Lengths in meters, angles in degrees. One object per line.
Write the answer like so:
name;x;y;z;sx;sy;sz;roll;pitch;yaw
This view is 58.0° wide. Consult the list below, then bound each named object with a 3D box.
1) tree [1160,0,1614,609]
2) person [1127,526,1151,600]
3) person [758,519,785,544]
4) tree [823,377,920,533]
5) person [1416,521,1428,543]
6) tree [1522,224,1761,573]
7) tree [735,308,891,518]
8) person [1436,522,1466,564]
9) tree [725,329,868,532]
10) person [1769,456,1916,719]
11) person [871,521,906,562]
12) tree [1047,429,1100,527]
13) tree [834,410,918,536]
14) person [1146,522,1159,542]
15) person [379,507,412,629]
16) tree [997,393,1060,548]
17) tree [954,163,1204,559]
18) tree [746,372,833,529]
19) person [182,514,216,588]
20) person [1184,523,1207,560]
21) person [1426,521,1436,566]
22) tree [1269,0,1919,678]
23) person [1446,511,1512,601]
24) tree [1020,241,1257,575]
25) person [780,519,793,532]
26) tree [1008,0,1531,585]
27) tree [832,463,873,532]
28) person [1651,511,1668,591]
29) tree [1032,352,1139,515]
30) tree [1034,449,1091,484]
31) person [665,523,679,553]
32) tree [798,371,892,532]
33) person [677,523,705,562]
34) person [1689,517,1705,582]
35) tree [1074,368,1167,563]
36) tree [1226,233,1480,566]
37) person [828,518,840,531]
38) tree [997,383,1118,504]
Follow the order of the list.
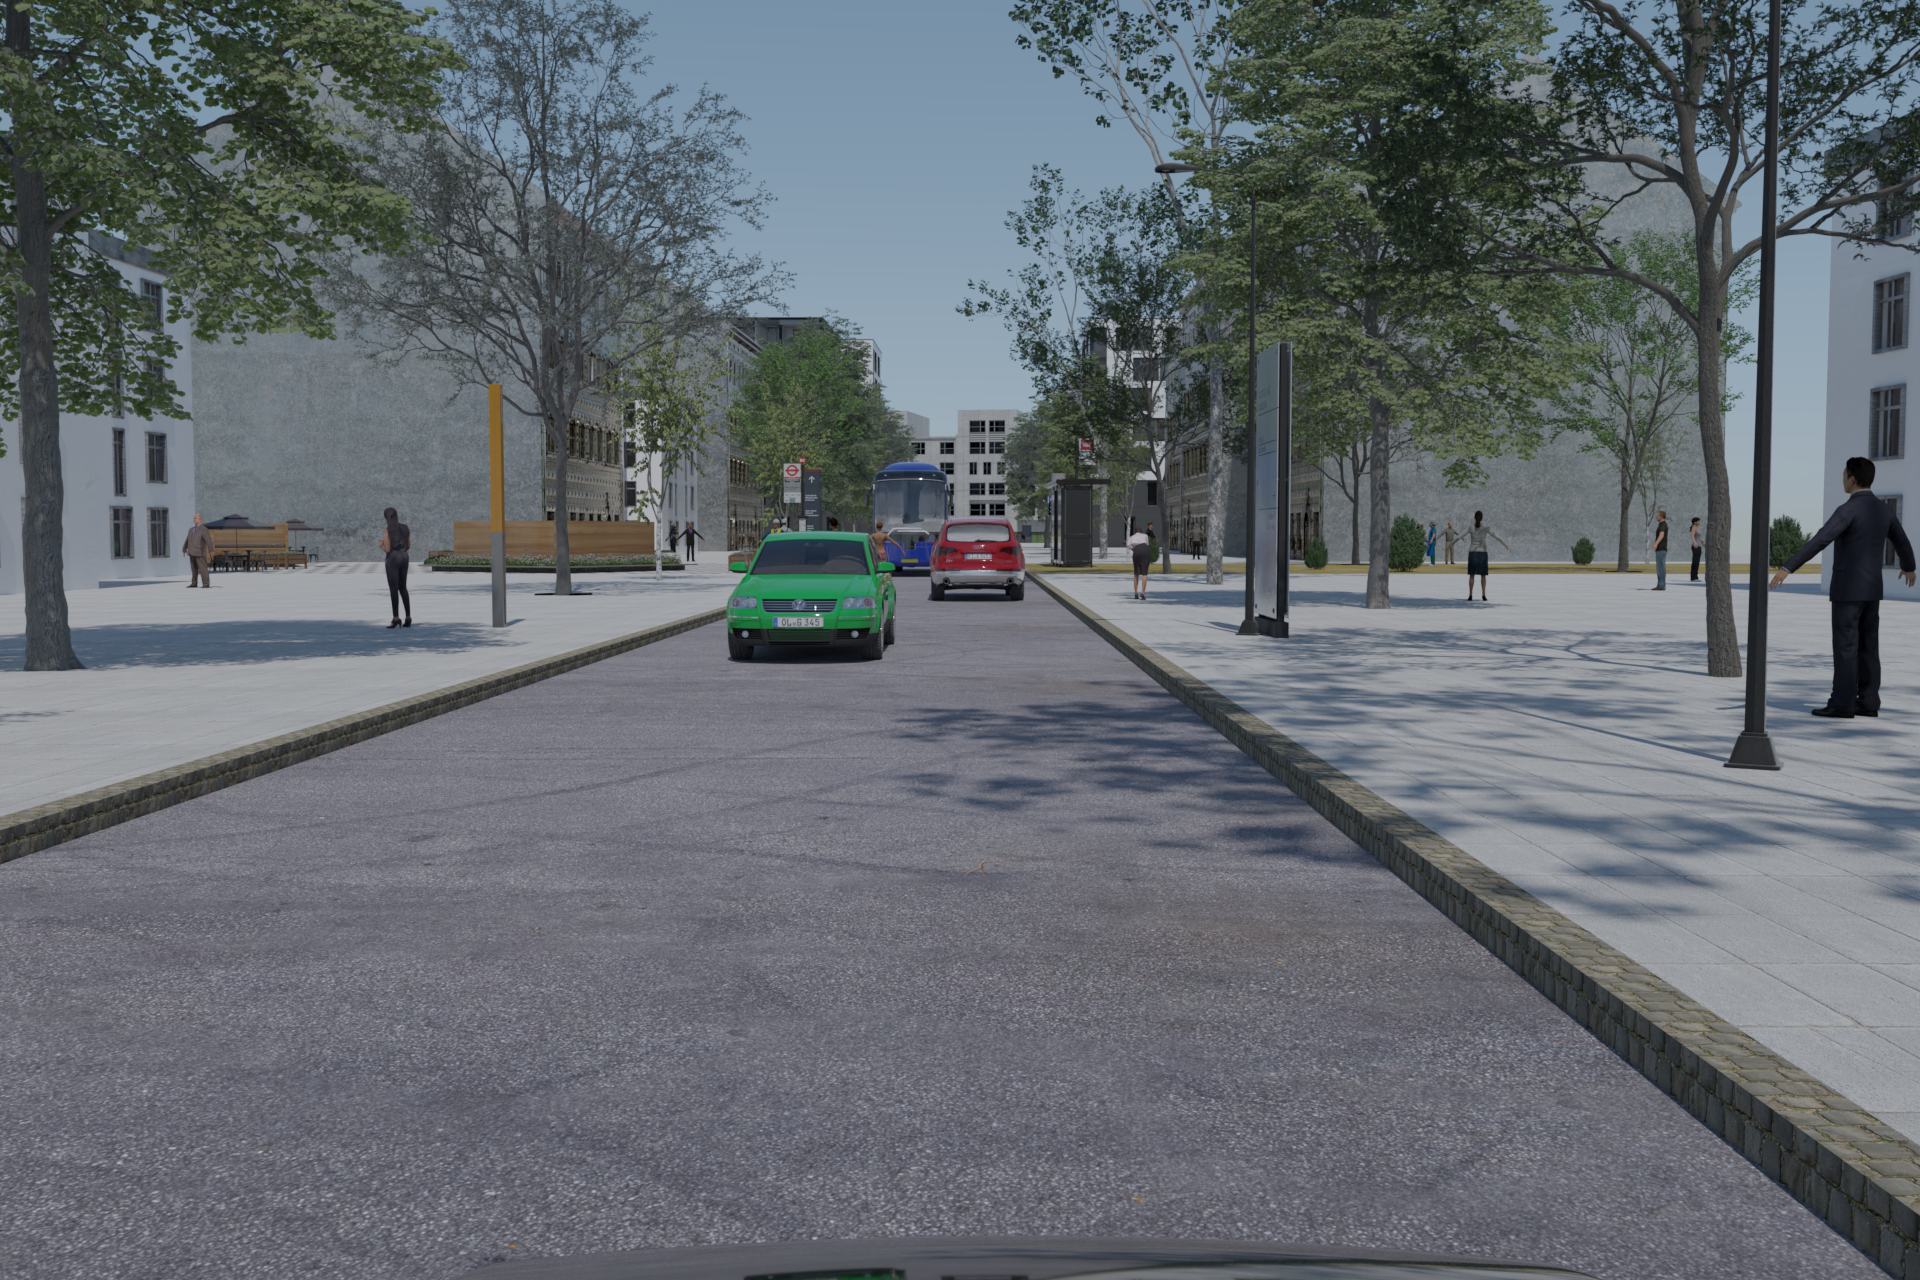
tree;6.889;-6.827;29.741;7.486;12.596;7.792;0;3;0
person;3.534;-1.509;33.908;0.628;1.438;0.799;-2;4;-31
person;-5.969;-3.029;55.990;1.216;1.772;0.721;1;4;17
tree;-7.902;-13.794;135.904;12.009;13.543;11.850;0;3;0
person;20.571;-4.386;77.475;0.705;1.858;1.354;2;4;35
tree;22.444;-8.076;57.798;9.928;11.665;9.643;0;3;0
tree;-8.653;-11.761;98.945;9.857;13.997;8.962;0;3;0
person;20.810;-4.115;73.548;1.348;1.796;0.705;0;4;-4
tree;-8.198;-9.886;87.386;9.928;11.665;9.643;0;3;0
person;6.261;-0.373;12.147;1.345;1.823;0.704;-1;4;-22
person;-1.853;-1.868;39.807;1.217;1.733;0.721;0;4;-4
tree;7.683;-10.219;117.448;4.737;8.622;4.395;0;3;0
tree;-8.145;-15.208;155.310;9.857;13.997;8.962;0;3;0
person;8.960;-4.614;81.370;0.705;1.837;1.347;2;4;30
person;-7.702;-0.985;23.620;0.415;1.643;0.593;-1;4;-9
tree;7.988;-15.304;156.882;9.857;13.997;8.962;0;3;0
tree;6.478;-14.257;88.993;12.611;20.169;13.585;0;3;0
tree;-7.965;-7.897;79.484;4.737;8.622;4.395;0;3;0
person;-18.103;-2.112;41.123;0.990;1.755;0.434;2;4;26
person;11.808;-4.911;86.427;1.348;1.813;0.705;1;4;18
person;19.019;-3.897;69.846;0.704;1.817;1.347;1;4;11
tree;6.624;-4.960;15.502;7.601;10.594;8.767;2;4;35
person;9.963;-1.619;33.294;1.217;1.735;0.721;1;4;19
tree;6.414;-7.375;55.000;8.767;10.594;7.601;-2;4;-35
person;-6.466;-3.542;63.772;1.347;1.847;0.705;0;4;-2
tree;7.717;-11.417;42.561;12.611;20.169;13.585;0;3;0
tree;-7.535;-10.662;124.681;4.360;8.622;3.978;0;3;0
person;15.900;-2.027;39.357;0.705;1.803;1.348;2;4;27
tree;8.059;-11.645;108.520;7.486;12.596;7.792;0;3;0
tree;7.179;-10.859;127.903;4.360;8.622;3.978;0;3;0
person;-14.507;-4.994;87.427;0.705;1.856;1.354;-2;4;-34
tree;-8.071;-12.088;115.764;7.486;12.596;7.792;0;3;0
person;-12.531;-4.546;80.558;1.346;1.802;0.704;-1;4;-19
person;19.845;-2.428;46.507;0.721;1.737;1.217;2;4;33
tree;7.570;-7.731;76.767;4.360;8.622;3.978;0;3;0
tree;16.138;-9.813;70.807;12.009;13.543;11.850;0;3;0
person;-4.402;-3.282;59.799;0.704;1.843;1.345;3;4;37
tree;7.891;-13.879;137.286;12.009;13.543;11.850;0;3;0
